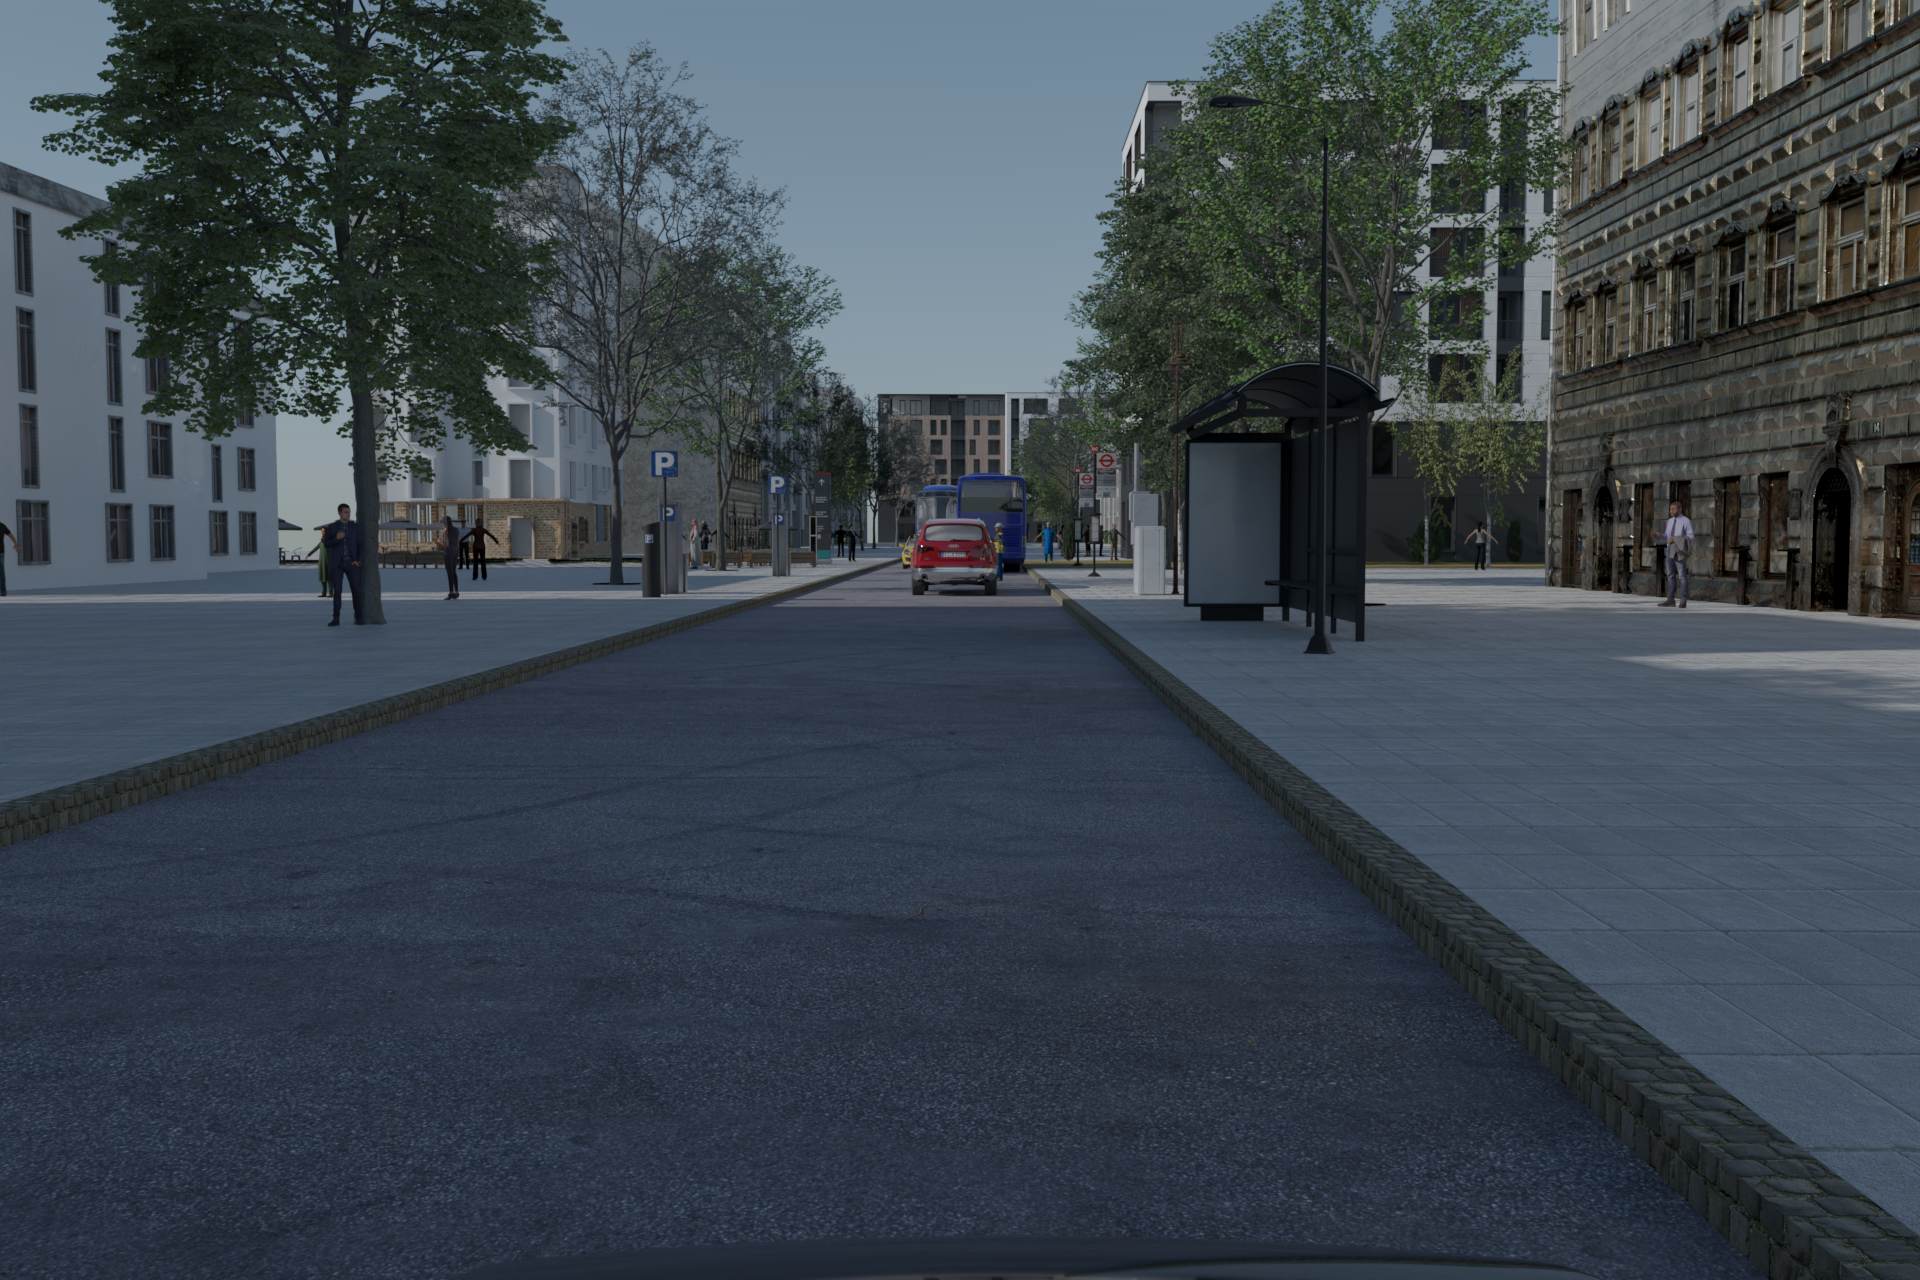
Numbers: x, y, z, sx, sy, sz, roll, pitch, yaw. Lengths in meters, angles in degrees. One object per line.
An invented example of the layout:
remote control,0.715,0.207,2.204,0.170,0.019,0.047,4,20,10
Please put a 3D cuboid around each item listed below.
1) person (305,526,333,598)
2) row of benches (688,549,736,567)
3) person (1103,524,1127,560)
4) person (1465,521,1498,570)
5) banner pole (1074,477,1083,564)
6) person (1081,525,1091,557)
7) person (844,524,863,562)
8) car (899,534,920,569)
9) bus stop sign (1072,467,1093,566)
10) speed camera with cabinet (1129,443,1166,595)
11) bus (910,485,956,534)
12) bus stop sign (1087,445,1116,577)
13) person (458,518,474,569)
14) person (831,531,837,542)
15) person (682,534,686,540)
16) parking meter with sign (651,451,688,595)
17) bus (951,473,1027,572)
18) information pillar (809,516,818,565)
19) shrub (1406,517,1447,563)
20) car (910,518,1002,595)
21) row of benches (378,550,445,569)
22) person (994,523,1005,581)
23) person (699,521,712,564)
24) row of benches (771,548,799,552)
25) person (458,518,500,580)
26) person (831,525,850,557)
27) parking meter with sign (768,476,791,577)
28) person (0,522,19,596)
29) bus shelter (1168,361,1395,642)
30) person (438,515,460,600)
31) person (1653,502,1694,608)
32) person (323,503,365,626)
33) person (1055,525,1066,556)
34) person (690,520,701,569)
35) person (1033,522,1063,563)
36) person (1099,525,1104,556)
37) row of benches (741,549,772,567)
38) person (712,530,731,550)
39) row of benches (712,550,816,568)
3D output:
person,-12.855,-1.576,34.986,0.989,1.438,0.599,2,4,29
row of benches,-9.995,-3.346,70.176,1.422,0.672,4.104,1,4,12
person,7.562,-4.805,84.832,1.348,1.796,0.705,-1,4,-23
person,18.421,-3.328,61.220,1.217,1.737,0.721,3,4,38
banner pole,5.157,-5.203,75.078,0.401,3.779,0.863,0,4,0
person,7.224,-5.622,98.053,0.704,1.812,1.346,3,5,43
person,-4.934,-4.487,80.090,0.721,1.740,1.216,3,5,42
car,-1.500,-3.796,72.292,2.015,1.641,3.980,0,4,1
bus stop sign,4.940,-4.935,69.396,0.855,3.939,0.416,0,4,1
speed camera with cabinet,4.023,-2.615,37.086,0.660,3.252,2.038,0,4,1
bus,-0.894,-6.038,90.270,2.896,3.916,12.251,0,4,1
bus stop sign,4.259,-3.871,51.995,0.855,3.939,0.416,0,4,1
person,-17.968,-3.480,62.694,1.343,1.855,0.704,0,4,-5
person,-6.077,-4.428,78.363,1.349,1.833,0.705,-3,5,-41
person,-16.429,-5.852,101.609,0.705,1.837,1.347,1,4,17
parking meter with sign,-6.186,-2.502,37.167,0.543,3.016,1.738,0,3,0
bus,1.096,-4.717,68.677,2.896,3.916,12.251,0,4,0
information pillar,-6.036,-4.096,71.454,0.304,2.012,0.304,0,4,2
shrub,20.556,-4.423,76.359,1.661,2.075,1.752,0,3,0
car,-0.110,-2.047,42.142,2.281,1.827,5.304,0,4,1
row of benches,-21.005,-3.036,65.101,4.104,0.672,1.422,1,4,22
person,1.102,-2.675,52.652,0.721,1.772,1.216,-1,4,-18
person,-11.018,-4.205,74.524,0.705,1.856,1.354,-3,5,-42
row of benches,-7.851,-3.730,76.453,1.422,0.672,4.104,0,4,7
person,-13.379,-2.527,48.129,1.215,1.729,0.721,-2,4,-29
person,-6.709,-5.584,97.478,1.347,1.806,0.705,-1,4,-12
parking meter with sign,-5.427,-3.439,52.485,0.543,3.016,1.738,0,4,1
person,-19.843,-1.796,35.590,0.705,1.803,1.348,1,4,16
bus shelter,4.077,-1.779,23.018,2.014,3.302,5.546,0,4,0
person,-10.009,-1.615,33.920,0.415,1.643,0.593,-1,4,-20
person,12.371,-1.482,30.135,0.599,1.838,0.709,-1,4,-22
person,-8.614,-1.057,24.244,0.541,1.710,0.530,-1,4,-9
person,6.000,-5.721,99.679,1.345,1.843,0.704,-2,4,-30
person,-9.801,-3.527,63.812,0.704,1.811,1.347,-1,4,-11
person,3.949,-4.349,77.233,1.347,1.817,0.704,1,4,13
person,8.189,-5.738,99.947,0.705,1.813,1.348,0,4,-2
row of benches,-8.116,-3.354,70.293,1.422,0.672,4.104,1,4,9
person,-13.326,-5.477,95.772,1.346,1.802,0.704,0,4,5
row of benches,-7.402,-3.100,66.154,4.104,0.672,1.422,-1,4,-12
